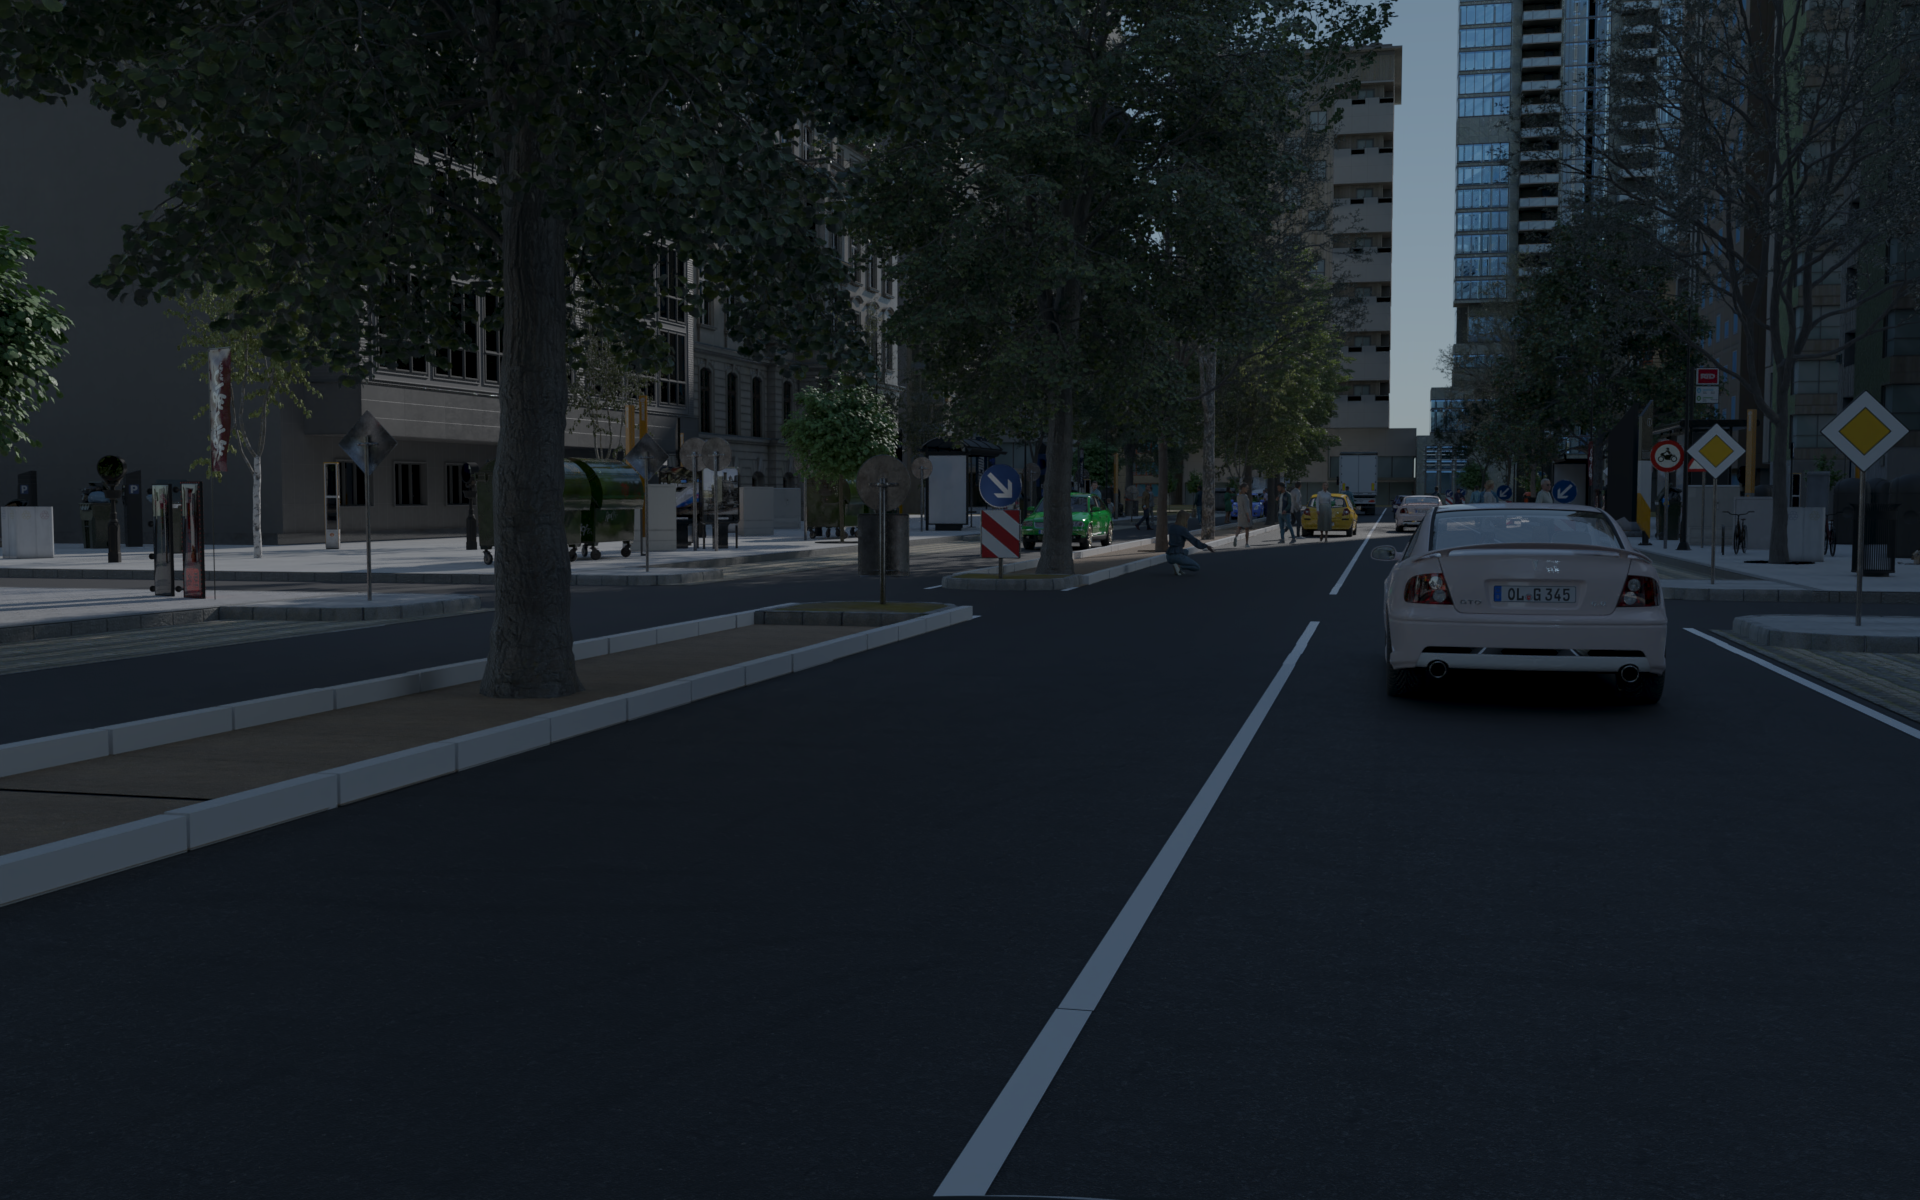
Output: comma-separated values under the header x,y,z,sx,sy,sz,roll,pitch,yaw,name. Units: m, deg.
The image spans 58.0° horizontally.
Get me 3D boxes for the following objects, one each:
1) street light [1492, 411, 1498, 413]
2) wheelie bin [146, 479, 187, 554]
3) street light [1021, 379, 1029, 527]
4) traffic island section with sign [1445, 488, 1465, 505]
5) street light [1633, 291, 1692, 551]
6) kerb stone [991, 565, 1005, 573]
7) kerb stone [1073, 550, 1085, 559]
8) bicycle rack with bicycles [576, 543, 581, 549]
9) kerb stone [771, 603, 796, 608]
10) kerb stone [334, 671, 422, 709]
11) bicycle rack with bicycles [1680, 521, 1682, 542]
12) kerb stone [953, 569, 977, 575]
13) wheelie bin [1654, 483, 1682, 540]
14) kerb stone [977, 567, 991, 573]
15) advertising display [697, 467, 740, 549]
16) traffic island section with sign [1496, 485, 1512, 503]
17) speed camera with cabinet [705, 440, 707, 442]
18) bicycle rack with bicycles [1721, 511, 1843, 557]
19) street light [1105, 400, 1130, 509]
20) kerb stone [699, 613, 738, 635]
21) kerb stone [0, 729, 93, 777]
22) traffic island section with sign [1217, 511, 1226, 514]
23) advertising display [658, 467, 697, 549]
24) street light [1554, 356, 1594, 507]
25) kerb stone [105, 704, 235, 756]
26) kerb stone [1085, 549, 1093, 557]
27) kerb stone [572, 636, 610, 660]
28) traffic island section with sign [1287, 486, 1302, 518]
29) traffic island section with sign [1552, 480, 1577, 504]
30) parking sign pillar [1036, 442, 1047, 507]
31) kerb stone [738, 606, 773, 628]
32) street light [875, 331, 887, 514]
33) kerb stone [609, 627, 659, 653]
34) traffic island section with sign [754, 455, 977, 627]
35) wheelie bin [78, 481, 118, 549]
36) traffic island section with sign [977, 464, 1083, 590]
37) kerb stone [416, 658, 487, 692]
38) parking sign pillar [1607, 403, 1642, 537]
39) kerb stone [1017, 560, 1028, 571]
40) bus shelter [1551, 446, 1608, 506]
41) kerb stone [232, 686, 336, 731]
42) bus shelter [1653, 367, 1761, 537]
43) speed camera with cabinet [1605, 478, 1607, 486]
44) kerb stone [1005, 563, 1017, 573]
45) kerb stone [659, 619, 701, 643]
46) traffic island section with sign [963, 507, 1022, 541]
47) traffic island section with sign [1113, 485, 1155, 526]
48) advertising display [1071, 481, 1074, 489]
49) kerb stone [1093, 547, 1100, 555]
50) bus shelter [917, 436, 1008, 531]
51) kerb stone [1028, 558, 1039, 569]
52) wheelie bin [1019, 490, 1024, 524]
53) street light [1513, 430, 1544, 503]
x,y,z,sx,sy,sz,roll,pitch,yaw,name
30.312,-7.578,96.435,1.470,5.913,1.316,1,4,14,street light
-17.062,-1.808,37.461,0.980,1.594,0.693,-1,4,-9,wheelie bin
3.067,-5.793,67.260,1.470,5.913,1.316,1,4,14,street light
35.667,-7.050,123.901,1.989,1.847,2.006,1,4,14,traffic island section with sign
15.990,-4.094,39.485,1.470,5.913,1.316,1,4,14,street light
0.568,-0.498,30.375,0.120,0.150,1.000,1,4,14,kerb stone
2.561,-0.987,38.332,0.120,0.150,1.000,1,4,14,kerb stone
-9.753,-1.738,41.799,2.852,0.926,2.925,0,4,3,bicycle rack with bicycles
-2.063,0.139,19.928,0.120,0.150,1.000,1,4,14,kerb stone
-4.060,0.632,11.956,0.120,0.150,1.000,1,4,14,kerb stone
20.394,-1.980,45.762,2.852,0.926,2.925,-1,4,-16,bicycle rack with bicycles
0.060,-0.378,28.379,0.120,0.150,1.000,1,4,14,kerb stone
19.802,-2.476,48.398,0.693,1.594,0.980,1,4,13,wheelie bin
0.309,-0.439,29.372,0.120,0.150,1.000,1,4,14,kerb stone
-5.630,-2.166,40.628,0.974,1.923,0.123,-2,4,-34,advertising display
23.288,-4.036,74.624,1.989,1.847,2.006,1,4,14,traffic island section with sign
-8.764,-4.231,63.516,2.038,3.252,0.660,-3,4,-36,speed camera with cabinet
17.369,-1.438,36.901,2.852,0.926,2.925,2,4,24,bicycle rack with bicycles
7.836,-6.950,86.180,1.470,5.913,1.316,1,4,14,street light
-2.566,0.262,17.938,0.120,0.150,1.000,1,4,14,kerb stone
-4.818,0.809,8.961,0.120,0.150,1.000,1,4,14,kerb stone
19.941,-7.254,127.226,1.989,1.847,2.006,1,4,14,traffic island section with sign
-6.577,-2.167,40.645,0.974,1.923,0.123,-1,4,-22,advertising display
20.733,-5.255,58.459,1.470,5.913,1.316,1,4,14,street light
-4.562,0.750,9.955,0.120,0.150,1.000,1,4,14,kerb stone
2.817,-1.048,39.327,0.120,0.150,1.000,1,4,14,kerb stone
-3.316,0.443,14.948,0.120,0.150,1.000,1,4,14,kerb stone
19.067,-5.597,99.645,2.006,1.907,1.989,1,4,14,traffic island section with sign
16.728,-2.437,48.476,1.989,1.847,2.006,1,4,14,traffic island section with sign
4.199,-5.826,83.726,1.447,3.967,1.447,-3,5,-45,parking sign pillar
-2.306,0.202,18.926,0.120,0.150,1.000,1,4,14,kerb stone
-1.791,-4.613,47.966,1.470,5.913,1.316,1,4,14,street light
-3.058,0.382,15.946,0.120,0.150,1.000,1,4,14,kerb stone
-1.047,-0.700,19.578,2.006,1.907,1.989,1,4,14,traffic island section with sign
-20.297,-2.011,40.790,0.980,1.594,0.693,2,4,35,wheelie bin
0.768,-1.139,26.760,2.006,1.907,1.989,1,4,14,traffic island section with sign
-3.812,0.567,12.952,0.120,0.150,1.000,1,4,14,kerb stone
20.025,-3.890,52.076,1.447,3.967,1.447,-1,4,-12,parking sign pillar
1.070,-0.617,32.367,0.120,0.150,1.000,1,4,14,kerb stone
26.550,-4.932,74.554,2.014,3.302,5.546,1,4,14,bus shelter
-4.313,0.688,10.950,0.120,0.150,1.000,1,4,14,kerb stone
22.347,-4.590,52.680,2.179,5.291,8.768,1,4,14,bus shelter
36.599,-6.172,95.252,2.038,3.252,0.660,2,4,27,speed camera with cabinet
0.815,-0.556,31.368,0.120,0.150,1.000,1,4,14,kerb stone
-2.811,0.321,16.944,0.120,0.150,1.000,1,4,14,kerb stone
1.276,-2.708,52.904,1.989,1.847,2.006,1,4,14,traffic island section with sign
7.839,-4.307,79.051,1.989,1.847,2.006,1,4,14,traffic island section with sign
5.312,-5.066,88.048,0.974,1.923,0.123,1,4,12,advertising display
3.063,-1.109,40.323,0.120,0.150,1.000,1,4,14,kerb stone
0.141,-4.212,62.785,2.014,3.302,5.546,1,4,14,bus shelter
1.321,-0.681,33.357,0.120,0.150,1.000,1,4,14,kerb stone
2.456,-4.058,74.251,0.693,1.594,0.980,-1,4,-17,wheelie bin
25.476,-6.412,77.385,1.470,5.913,1.316,1,4,14,street light
